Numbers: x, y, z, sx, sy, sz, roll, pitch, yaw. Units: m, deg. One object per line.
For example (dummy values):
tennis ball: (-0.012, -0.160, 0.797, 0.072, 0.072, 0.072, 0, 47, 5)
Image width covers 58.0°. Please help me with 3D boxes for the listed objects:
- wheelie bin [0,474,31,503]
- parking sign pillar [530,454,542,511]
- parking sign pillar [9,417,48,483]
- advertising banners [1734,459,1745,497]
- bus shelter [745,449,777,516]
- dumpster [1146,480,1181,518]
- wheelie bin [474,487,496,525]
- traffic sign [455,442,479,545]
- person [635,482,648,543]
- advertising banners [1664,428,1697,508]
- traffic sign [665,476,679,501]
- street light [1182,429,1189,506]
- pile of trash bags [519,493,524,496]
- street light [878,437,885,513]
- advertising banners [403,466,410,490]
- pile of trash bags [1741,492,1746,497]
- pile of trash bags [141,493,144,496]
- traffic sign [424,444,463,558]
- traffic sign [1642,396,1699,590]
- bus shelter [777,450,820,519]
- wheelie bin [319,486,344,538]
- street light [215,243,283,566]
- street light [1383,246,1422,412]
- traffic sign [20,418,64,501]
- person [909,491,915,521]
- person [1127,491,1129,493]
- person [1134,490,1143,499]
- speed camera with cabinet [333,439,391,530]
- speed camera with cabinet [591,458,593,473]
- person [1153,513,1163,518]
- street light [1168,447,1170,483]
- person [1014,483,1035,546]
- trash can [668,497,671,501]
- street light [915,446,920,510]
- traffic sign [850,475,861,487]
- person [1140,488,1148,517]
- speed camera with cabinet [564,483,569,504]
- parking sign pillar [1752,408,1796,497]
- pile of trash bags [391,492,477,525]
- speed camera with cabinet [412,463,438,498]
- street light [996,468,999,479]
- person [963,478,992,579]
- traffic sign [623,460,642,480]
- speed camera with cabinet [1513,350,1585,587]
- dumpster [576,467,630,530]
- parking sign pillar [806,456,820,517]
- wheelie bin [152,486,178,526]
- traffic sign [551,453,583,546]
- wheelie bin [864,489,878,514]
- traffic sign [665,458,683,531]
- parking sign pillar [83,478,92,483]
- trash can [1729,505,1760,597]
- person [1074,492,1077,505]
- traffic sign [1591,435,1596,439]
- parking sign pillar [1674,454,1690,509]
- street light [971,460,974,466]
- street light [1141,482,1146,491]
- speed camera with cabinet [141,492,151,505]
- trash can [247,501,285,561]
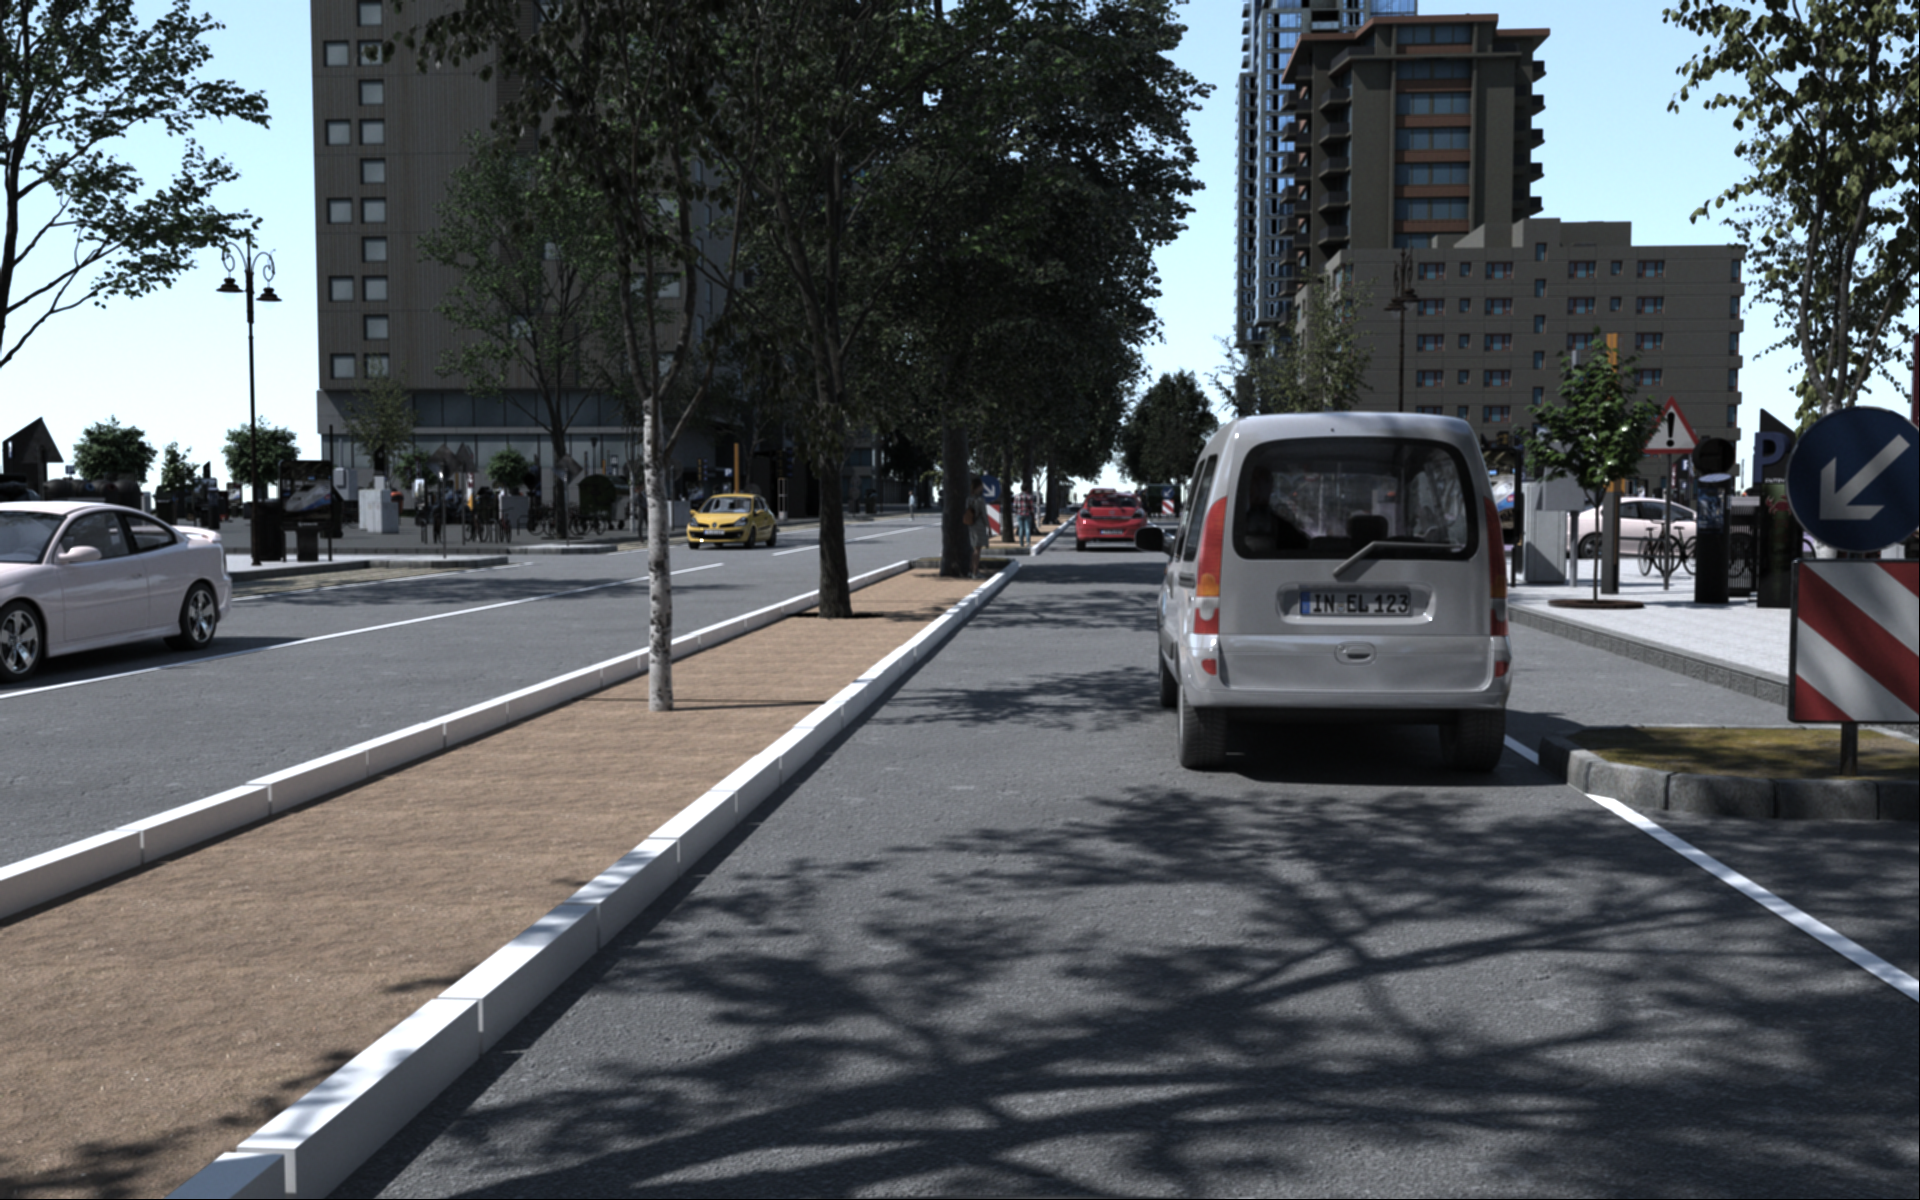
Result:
wheelie bin: (-14.792, -1.163, 26.916, 0.980, 1.594, 0.693, -3, 5, -45)
parking sign pillar: (-28.579, -7.844, 116.729, 1.447, 3.967, 1.447, -2, 4, -27)
parking sign pillar: (-32.564, -4.396, 60.351, 1.447, 3.967, 1.447, -1, 4, -8)
advertising banners: (38.252, -5.434, 85.041, 0.090, 3.025, 2.074, 3, 4, 36)
bus shelter: (-10.061, -6.225, 93.056, 1.731, 3.624, 6.357, 0, 4, 5)
dumpster: (11.720, -5.790, 99.621, 1.985, 2.255, 1.502, 0, 4, 4)
wheelie bin: (-20.005, -3.985, 73.062, 0.693, 1.594, 0.980, 1, 4, 16)
traffic sign: (-12.443, -2.652, 43.364, 0.884, 2.594, 0.081, 1, 4, 14)
person: (-9.233, -2.579, 50.933, 0.573, 1.790, 0.520, 1, 4, 13)
advertising banners: (18.824, -3.000, 45.232, 0.090, 3.025, 2.074, 3, 5, 43)
traffic sign: (-11.602, -4.258, 69.718, 0.768, 2.556, 0.104, 1, 4, 13)
street light: (15.595, -9.012, 120.126, 0.468, 5.910, 1.993, 0, 4, 5)
pile of trash bags: (-28.622, -5.933, 106.763, 3.447, 1.369, 1.912, -1, 4, -22)
street light: (-5.410, -8.946, 119.057, 0.468, 5.910, 1.993, 0, 4, 5)
advertising banners: (-33.969, -6.901, 109.024, 2.074, 3.025, 0.090, -2, 4, -32)
pile of trash bags: (42.794, -5.068, 92.616, 1.912, 1.369, 3.447, 0, 4, -5)
pile of trash bags: (-44.093, -4.941, 90.530, 1.912, 1.369, 3.447, 1, 4, 22)
traffic sign: (-10.266, -1.885, 34.457, 0.795, 2.450, 0.064, 0, 4, 5)
traffic sign: (9.423, -1.409, 23.037, 0.884, 2.594, 0.081, 1, 4, 9)
bus shelter: (-8.244, -6.228, 93.108, 1.731, 3.624, 6.357, 0, 4, 5)
wheelie bin: (-18.321, -2.595, 50.343, 0.693, 1.594, 0.980, -2, 4, -33)
street light: (-12.641, -3.557, 30.944, 0.468, 5.910, 1.993, 0, 4, 5)
street light: (8.279, -3.653, 32.516, 0.468, 5.910, 1.993, 0, 4, 5)
traffic sign: (-15.640, -1.804, 29.497, 0.884, 2.594, 0.081, 1, 4, 14)
person: (-2.618, -5.100, 93.692, 0.330, 1.601, 0.589, 0, 4, 1)
person: (10.956, -6.288, 113.117, 0.589, 1.601, 0.330, -3, 4, -36)
person: (12.257, -6.837, 121.005, 1.217, 1.743, 0.721, 0, 4, -2)
speed camera with cabinet: (-21.330, -4.124, 61.766, 2.038, 3.252, 0.660, 1, 4, 16)
speed camera with cabinet: (-19.381, -6.126, 94.496, 2.038, 3.252, 0.660, 1, 4, 21)
person: (11.910, -5.937, 104.938, 0.474, 1.900, 0.648, -3, 5, -45)
street light: (17.432, -10.480, 144.139, 0.468, 5.910, 1.993, 0, 4, 5)
person: (1.703, -2.237, 45.909, 0.563, 1.720, 0.643, 1, 4, 15)
trash can: (-12.655, -3.861, 74.774, 0.748, 1.137, 0.748, 0, 3, 0)
street light: (-3.467, -10.375, 142.416, 0.468, 5.910, 1.993, 0, 4, 5)
traffic sign: (-7.079, -7.185, 117.579, 0.768, 2.556, 0.104, 0, 4, 7)
person: (11.755, -6.238, 110.401, 0.836, 1.842, 0.656, 2, 4, 25)
speed camera with cabinet: (-23.036, -6.478, 100.249, 0.660, 3.252, 2.038, -1, 4, -19)
parking sign pillar: (25.371, -4.002, 53.910, 1.447, 3.967, 1.447, -2, 4, -28)
pile of trash bags: (-22.376, -3.868, 72.992, 3.447, 1.369, 1.912, -3, 5, -42)
speed camera with cabinet: (-34.640, -7.204, 112.121, 0.660, 3.252, 2.038, 1, 4, 19)
street light: (5.422, -16.954, 249.992, 0.468, 5.910, 1.993, 0, 4, 5)
person: (0.283, -1.200, 29.120, 0.522, 1.701, 0.512, -3, 5, -44)
traffic sign: (-12.077, -3.899, 63.859, 0.768, 2.556, 0.104, 1, 4, 11)
speed camera with cabinet: (8.363, -1.852, 24.609, 0.660, 3.252, 2.038, 0, 4, 7)
dumpster: (-12.795, -3.644, 62.069, 1.502, 2.255, 1.985, 0, 4, 5)
parking sign pillar: (-8.224, -6.757, 98.944, 1.447, 3.967, 1.447, 0, 4, -3)
wheelie bin: (-29.339, -3.430, 63.987, 0.980, 1.594, 0.693, 0, 4, -4)
traffic sign: (-9.612, -2.371, 42.415, 0.795, 2.450, 0.064, 0, 4, 5)
wheelie bin: (-5.799, -6.418, 112.842, 0.980, 1.594, 0.693, 1, 4, 18)
traffic sign: (-10.016, -3.686, 60.367, 0.768, 2.556, 0.104, 1, 4, 11)
parking sign pillar: (-36.917, -5.222, 73.857, 1.447, 3.967, 1.447, 0, 4, -4)
trash can: (9.679, -0.616, 21.720, 0.748, 1.137, 0.748, 0, 3, 0)
person: (14.712, -12.825, 219.655, 0.593, 1.643, 0.415, 1, 4, 21)
traffic sign: (9.754, -1.470, 26.158, 0.606, 2.300, 0.079, 1, 4, 11)
parking sign pillar: (45.822, -7.442, 110.151, 1.447, 3.967, 1.447, -1, 4, -20)
street light: (1.457, -14.043, 202.386, 0.468, 5.910, 1.993, 0, 4, 5)
street light: (26.280, -17.012, 250.927, 0.468, 5.910, 1.993, 0, 4, 5)
speed camera with cabinet: (-56.814, -7.632, 119.113, 0.660, 3.252, 2.038, 3, 5, 43)
trash can: (-13.267, -1.317, 33.192, 0.748, 1.137, 0.748, 0, 3, 0)
